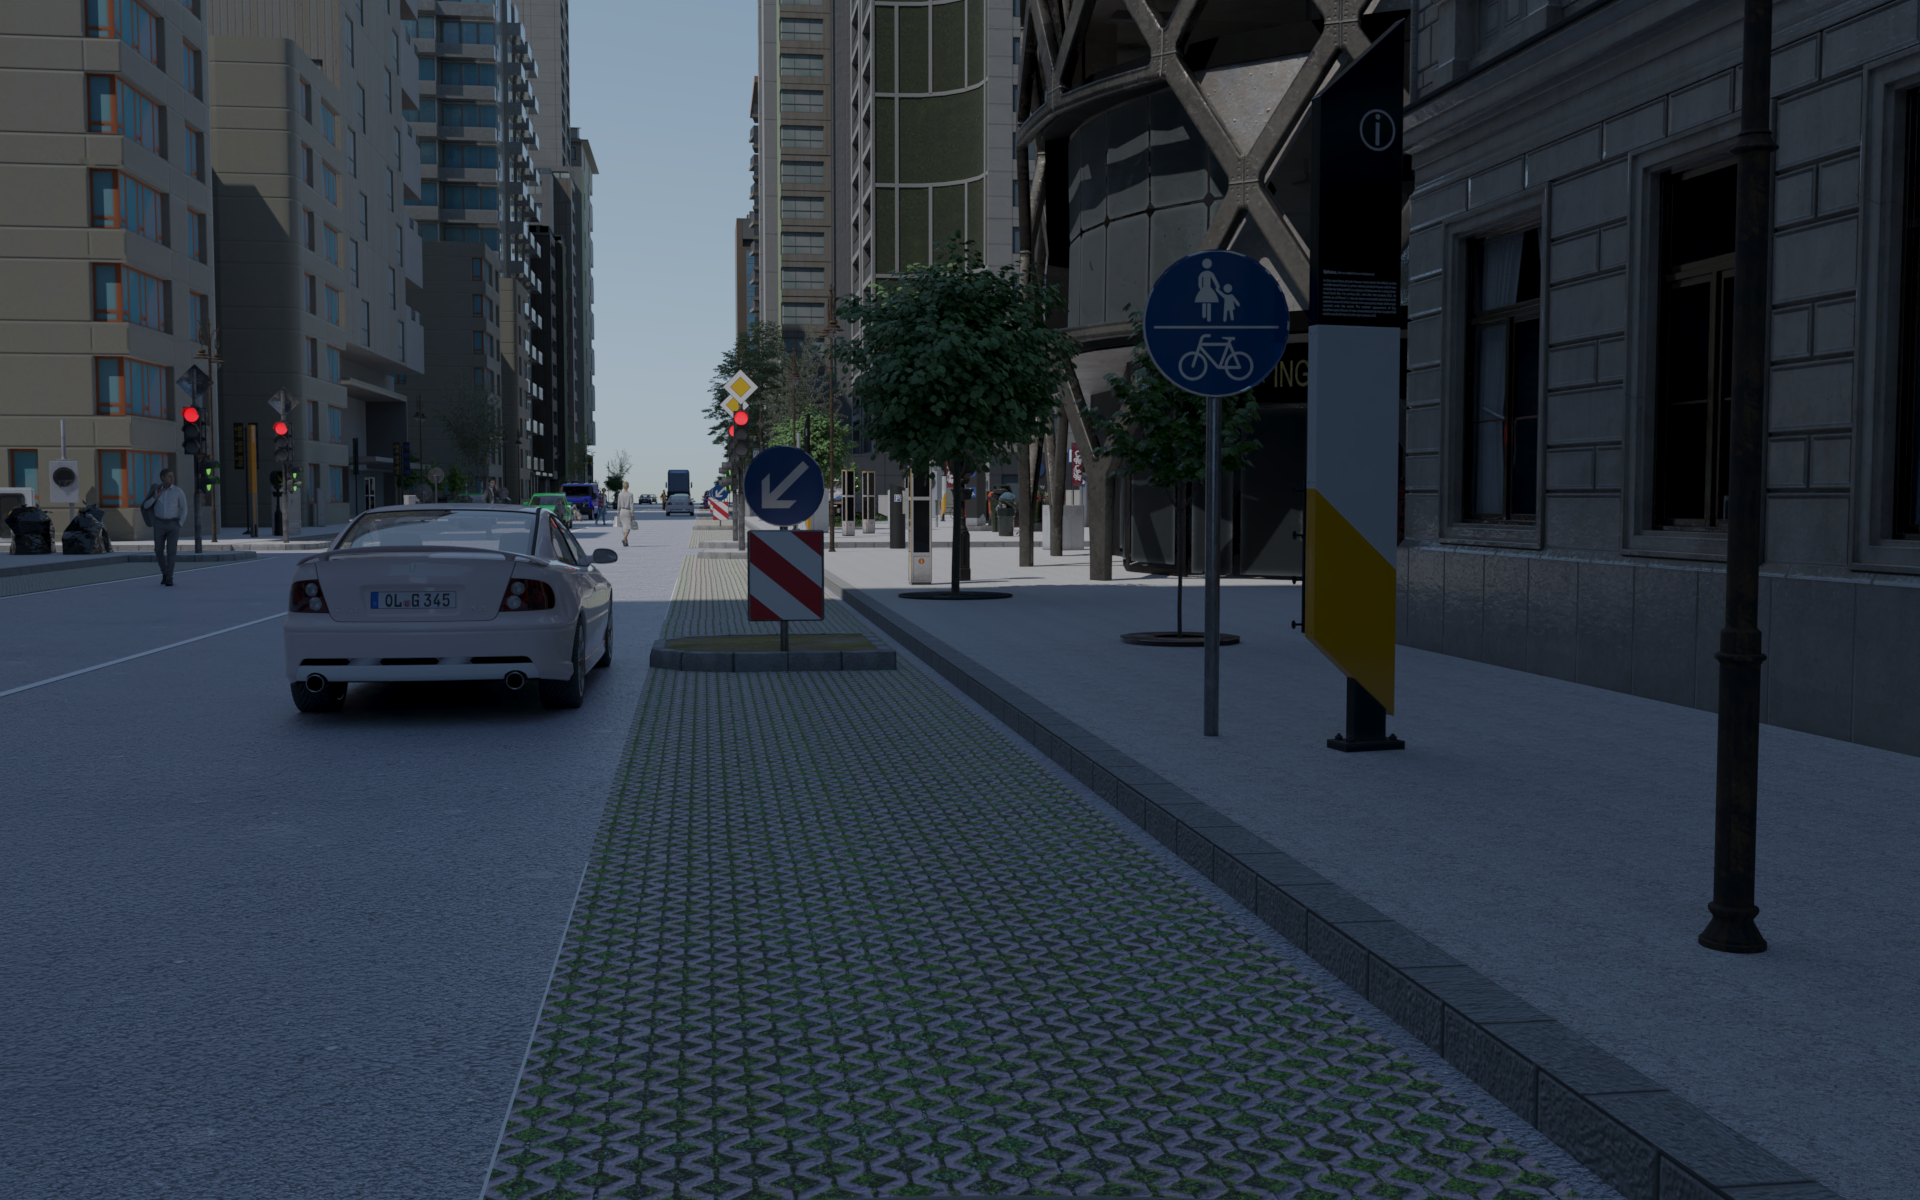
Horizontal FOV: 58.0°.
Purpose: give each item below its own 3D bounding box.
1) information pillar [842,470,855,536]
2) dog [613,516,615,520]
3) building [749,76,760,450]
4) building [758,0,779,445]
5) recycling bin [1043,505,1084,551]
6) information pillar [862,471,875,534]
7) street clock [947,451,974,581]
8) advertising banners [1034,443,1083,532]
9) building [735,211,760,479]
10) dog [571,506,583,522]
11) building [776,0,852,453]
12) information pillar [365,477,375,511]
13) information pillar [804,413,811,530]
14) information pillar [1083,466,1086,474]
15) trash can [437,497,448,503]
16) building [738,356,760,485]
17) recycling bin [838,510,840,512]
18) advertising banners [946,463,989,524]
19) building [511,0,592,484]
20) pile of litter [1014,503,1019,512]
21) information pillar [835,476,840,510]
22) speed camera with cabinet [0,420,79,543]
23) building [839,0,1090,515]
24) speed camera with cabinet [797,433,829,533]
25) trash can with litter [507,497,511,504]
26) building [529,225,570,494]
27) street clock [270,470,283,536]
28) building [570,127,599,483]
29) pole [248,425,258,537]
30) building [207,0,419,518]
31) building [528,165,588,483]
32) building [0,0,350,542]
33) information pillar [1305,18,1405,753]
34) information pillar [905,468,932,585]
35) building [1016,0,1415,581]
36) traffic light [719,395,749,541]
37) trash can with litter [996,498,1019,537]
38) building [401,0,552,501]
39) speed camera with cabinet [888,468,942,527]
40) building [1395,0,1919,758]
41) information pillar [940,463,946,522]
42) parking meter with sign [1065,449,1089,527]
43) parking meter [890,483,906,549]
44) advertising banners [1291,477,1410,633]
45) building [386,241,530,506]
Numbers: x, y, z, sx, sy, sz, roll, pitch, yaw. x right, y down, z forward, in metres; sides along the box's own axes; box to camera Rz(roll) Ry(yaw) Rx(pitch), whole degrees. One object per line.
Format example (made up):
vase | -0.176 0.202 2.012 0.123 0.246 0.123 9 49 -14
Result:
information pillar | -3.396 -2.949 52.709 0.304 2.012 0.304 -2 4 -30
dog | -16.222 -3.793 82.205 0.748 0.427 0.550 -2 4 -34
building | -10.787 -32.252 181.945 22.147 44.769 28.867 -1 4 -8
building | -7.230 -37.374 153.058 21.231 58.520 28.212 -1 4 -8
recycling bin | 2.366 -1.658 39.655 0.722 1.027 0.722 -2 4 -30
information pillar | -2.953 -3.154 56.057 0.304 2.012 0.304 -3 5 -41
street clock | 0.033 -1.282 25.531 0.358 2.002 0.471 -2 4 -34
advertising banners | 3.296 -3.833 58.854 2.074 3.025 0.090 -1 4 -15
building | -28.296 -38.116 273.304 14.600 45.320 14.200 -1 4 -8
dog | -19.832 -4.481 90.098 0.513 0.831 0.800 -3 5 -43
building | -6.930 -27.443 132.292 14.154 41.232 14.086 -1 4 -8
information pillar | -26.089 -4.409 76.586 0.304 2.012 0.304 2 4 32
information pillar | -4.419 -3.598 50.186 0.183 3.616 0.504 -1 4 -16
information pillar | 6.379 -5.920 88.150 0.183 3.616 0.504 -3 4 -36
trash can | -29.220 -5.259 97.642 0.748 1.137 0.748 0 3 0
building | -15.225 -23.502 229.299 27.650 21.520 28.899 -1 4 -8
recycling bin | -7.228 -5.164 96.992 0.722 1.027 0.722 -3 4 -39
advertising banners | 0.326 -4.837 75.270 2.074 3.025 0.090 0 4 4
building | -59.107 -48.159 225.656 20.563 71.187 20.611 -1 4 -8
pile of litter | 2.803 -5.073 96.909 1.719 0.858 1.176 -1 4 -14
information pillar | -6.134 -5.765 85.618 0.504 3.616 0.183 3 5 44
speed camera with cabinet | -24.414 -3.143 45.723 2.038 3.252 0.660 -2 4 -25
building | 1.892 -41.064 109.645 20.563 71.187 20.611 -1 4 -8
speed camera with cabinet | -5.076 -3.826 56.895 0.660 3.252 2.038 2 4 27
trash can with litter | -31.032 -6.610 119.462 1.055 1.170 0.624 0 4 8
building | -49.402 -25.218 184.022 14.160 30.474 14.107 -1 4 -8
street clock | -20.837 -2.957 52.921 0.358 2.002 0.471 1 4 13
building | -67.213 -40.443 250.488 28.713 52.752 27.495 -1 4 -8
pole | -20.894 -3.507 51.185 0.158 3.312 0.155 0 3 0
building | -44.707 -30.820 93.153 28.713 52.752 27.495 -1 4 -8
building | -52.788 -32.154 209.305 14.154 41.232 14.086 -1 4 -8
building | -38.167 -13.059 58.550 27.650 21.520 28.899 -1 4 -8
information pillar | 1.967 -1.054 8.593 0.504 3.616 0.183 -1 4 -19
information pillar | -0.566 -1.222 24.475 0.304 2.012 0.304 -1 4 -10
building | 9.200 -9.958 30.258 16.820 18.784 16.811 -1 4 -8
traffic light | -6.136 -3.557 47.072 0.839 4.253 0.868 -1 4 -8
trash can with litter | 1.630 -2.512 52.459 1.055 1.170 0.624 0 4 -4
building | -51.049 -33.096 160.732 23.786 49.044 30.456 -1 4 -8
speed camera with cabinet | -1.739 -4.416 66.545 2.038 3.252 0.660 1 4 20
building | 9.669 -8.660 6.222 10.561 19.102 19.286 -1 4 -8
information pillar | -0.770 -5.481 80.971 0.183 3.616 0.504 -1 4 -18
parking meter with sign | 5.012 -4.315 66.812 1.738 3.016 0.543 -2 4 -35
parking meter | -1.464 -1.971 40.629 0.372 1.533 0.369 0 3 0
advertising banners | 4.077 -1.220 16.135 2.074 3.025 0.090 -1 4 -14
building | -48.385 -17.524 131.561 27.650 21.520 28.899 -1 4 -8
